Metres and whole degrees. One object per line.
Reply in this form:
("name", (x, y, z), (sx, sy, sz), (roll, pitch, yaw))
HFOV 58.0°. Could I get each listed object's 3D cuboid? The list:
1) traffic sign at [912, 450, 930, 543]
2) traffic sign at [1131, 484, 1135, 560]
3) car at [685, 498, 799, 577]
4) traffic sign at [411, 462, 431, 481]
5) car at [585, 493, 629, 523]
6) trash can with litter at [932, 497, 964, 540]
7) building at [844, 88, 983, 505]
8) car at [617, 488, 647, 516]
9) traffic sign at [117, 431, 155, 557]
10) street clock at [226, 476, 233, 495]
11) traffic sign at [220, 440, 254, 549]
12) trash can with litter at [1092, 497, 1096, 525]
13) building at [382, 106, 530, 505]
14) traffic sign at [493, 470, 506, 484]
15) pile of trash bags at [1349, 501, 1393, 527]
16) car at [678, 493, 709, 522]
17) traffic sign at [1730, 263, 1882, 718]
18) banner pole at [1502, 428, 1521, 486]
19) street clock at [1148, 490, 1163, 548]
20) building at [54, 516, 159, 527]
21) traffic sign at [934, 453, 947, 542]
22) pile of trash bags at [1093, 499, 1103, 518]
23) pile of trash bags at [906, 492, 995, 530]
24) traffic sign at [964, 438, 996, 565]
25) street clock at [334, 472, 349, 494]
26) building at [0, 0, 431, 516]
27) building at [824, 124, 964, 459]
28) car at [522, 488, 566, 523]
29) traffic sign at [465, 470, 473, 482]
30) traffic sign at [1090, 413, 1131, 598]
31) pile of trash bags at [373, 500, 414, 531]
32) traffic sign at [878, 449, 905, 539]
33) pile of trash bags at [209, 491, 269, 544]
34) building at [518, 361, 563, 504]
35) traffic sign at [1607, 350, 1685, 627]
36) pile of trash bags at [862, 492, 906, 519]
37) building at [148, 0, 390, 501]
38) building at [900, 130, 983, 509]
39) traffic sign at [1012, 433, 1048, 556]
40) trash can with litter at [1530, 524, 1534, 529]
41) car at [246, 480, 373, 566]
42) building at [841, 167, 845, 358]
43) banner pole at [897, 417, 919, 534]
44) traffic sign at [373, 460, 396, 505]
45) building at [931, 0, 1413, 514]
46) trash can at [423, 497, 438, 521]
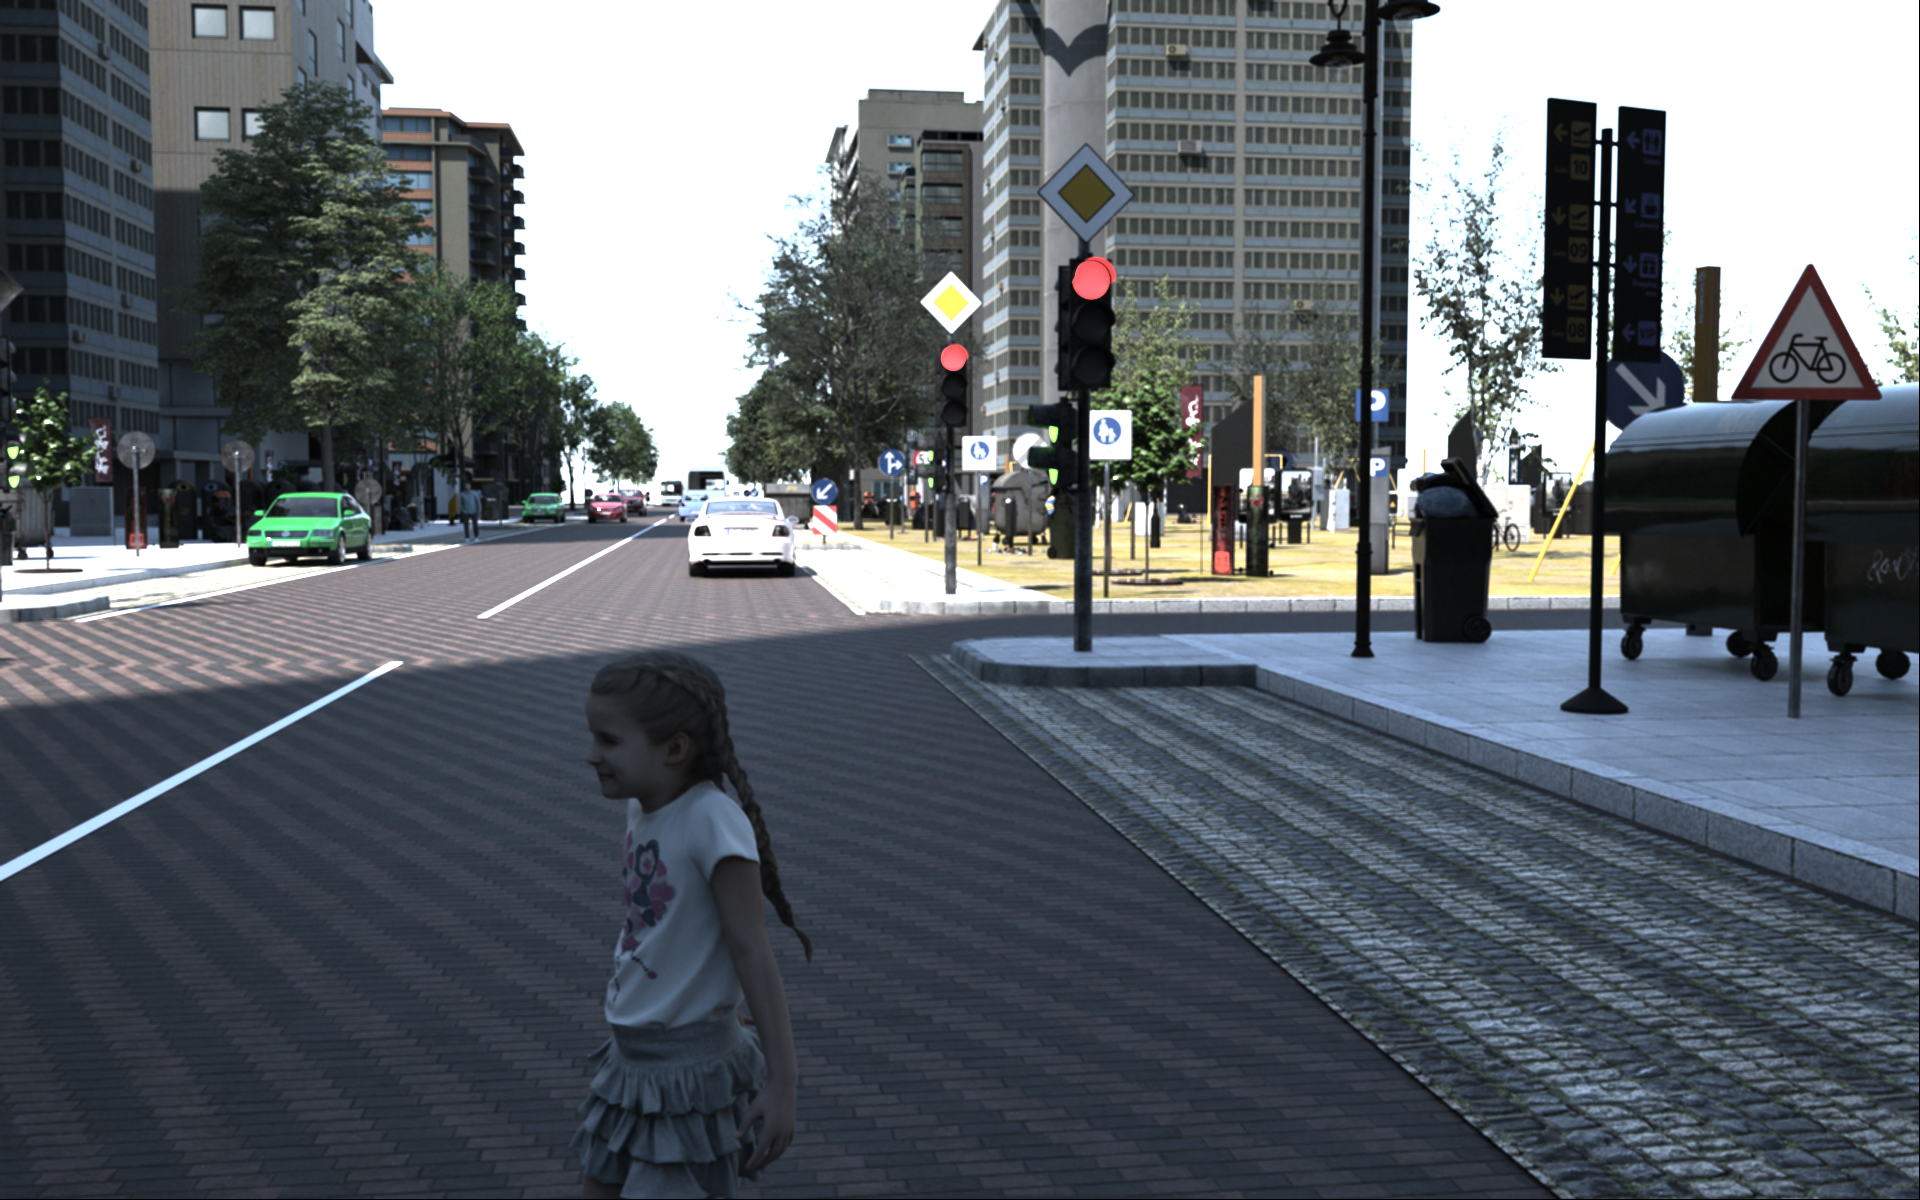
("traffic sign", (-0.881, -2.793, 45.772), (0.768, 2.556, 0.104), (0, 4, -6))
("traffic sign", (3.374, -2.057, 33.744), (0.768, 2.556, 0.104), (0, 4, -4))
("car", (-3.970, -1.174, 31.556), (2.083, 1.381, 4.827), (0, 4, -7))
("traffic sign", (-21.411, -4.202, 68.800), (0.768, 2.556, 0.104), (0, 4, -7))
("car", (-17.718, -4.773, 87.080), (2.155, 1.783, 4.494), (-1, 4, -9))
("trash can with litter", (0.015, -2.321, 49.013), (1.678, 1.210, 2.233), (-2, 4, -32))
("building", (-2.191, -35.551, 204.963), (21.300, 48.544, 21.600), (0, 4, -8))
("car", (-21.553, -6.378, 112.956), (2.281, 1.827, 5.304), (0, 4, -7))
("traffic sign", (-16.693, -2.140, 35.090), (0.768, 2.556, 0.104), (0, 4, -1))
("street clock", (-29.436, -3.990, 69.808), (0.358, 2.002, 0.471), (-2, 4, -27))
("traffic sign", (-16.964, -2.482, 40.679), (0.768, 2.556, 0.104), (0, 4, -8))
("trash can with litter", (5.003, -3.616, 70.501), (1.055, 1.170, 0.624), (1, 4, 19))
("building", (-61.666, -33.273, 198.630), (22.147, 44.769, 28.867), (0, 4, -8))
("traffic sign", (-24.980, -5.754, 94.089), (0.884, 2.594, 0.081), (0, 4, -6))
("pile of trash bags", (15.539, -3.596, 68.542), (1.912, 1.369, 3.447), (-2, 4, -29))
("car", (-13.972, -5.027, 91.777), (1.945, 1.707, 3.694), (0, 4, -8))
("traffic sign", (4.787, -0.603, 9.865), (0.884, 2.594, 0.081), (0, 4, -5))
("banner pole", (20.734, -4.606, 65.326), (0.863, 3.779, 0.401), (1, 4, 14))
("street clock", (4.643, -2.237, 41.142), (0.358, 2.002, 0.471), (2, 4, 30))
("building", (-47.800, -23.162, 70.578), (32.217, 40.220, 23.993), (0, 4, -8))
("traffic sign", (-0.674, -2.854, 46.774), (0.768, 2.556, 0.104), (0, 4, -1))
("pile of trash bags", (6.116, -5.015, 91.743), (1.912, 1.369, 3.447), (2, 4, 34))
("pile of trash bags", (0.059, -3.210, 62.230), (3.447, 1.369, 1.912), (-1, 4, -18))
("traffic sign", (0.351, -1.769, 31.056), (0.606, 2.300, 0.079), (0, 4, -4))
("street clock", (-20.143, -3.170, 56.393), (0.358, 2.002, 0.471), (2, 4, 28))
("building", (-57.267, -26.843, 130.761), (32.217, 40.220, 23.993), (0, 4, -8))
("building", (-3.871, -40.047, 244.007), (28.713, 52.752, 27.495), (0, 4, -8))
("car", (-20.486, -4.678, 85.288), (1.959, 1.807, 4.718), (0, 4, -8))
("traffic sign", (-26.501, -5.672, 92.843), (0.768, 2.556, 0.104), (0, 4, -1))
("traffic sign", (1.811, -1.179, 21.400), (0.606, 2.300, 0.079), (0, 4, 1))
("pile of trash bags", (-20.793, -3.070, 59.944), (1.912, 1.369, 3.447), (3, 4, 37))
("traffic sign", (-1.927, -2.985, 48.904), (0.768, 2.556, 0.104), (0, 4, -5))
("pile of trash bags", (-19.012, -2.218, 46.023), (3.447, 1.369, 1.912), (3, 5, 43))
("building", (-67.665, -23.399, 227.608), (27.650, 21.520, 28.899), (0, 4, -8))
("traffic sign", (5.845, -0.909, 14.962), (0.768, 2.556, 0.104), (0, 4, -2))
("pile of trash bags", (-3.377, -4.866, 89.313), (3.447, 1.369, 1.912), (-3, 5, -44))
("building", (-50.970, -31.474, 103.844), (28.713, 52.752, 27.495), (0, 4, -8))
("building", (3.110, -22.622, 141.565), (14.160, 30.474, 14.107), (0, 4, -8))
("traffic sign", (1.460, -2.196, 36.006), (0.768, 2.556, 0.104), (0, 4, 0))
("trash can with litter", (19.970, -3.195, 63.298), (2.233, 1.210, 1.678), (2, 4, 32))
("car", (-13.388, -1.652, 35.808), (1.959, 1.807, 4.718), (0, 4, -8))
("building", (-7.771, -34.997, 222.316), (14.600, 45.320, 14.200), (0, 4, -8))
("banner pole", (-1.681, -4.059, 56.383), (0.863, 3.779, 0.401), (-3, 5, -39))
("traffic sign", (-22.092, -4.066, 66.483), (0.884, 2.594, 0.081), (0, 4, -6))
("building", (14.692, -26.385, 123.271), (32.217, 40.220, 23.993), (0, 4, -8))
("trash can", (-25.442, -4.373, 83.150), (0.748, 1.137, 0.748), (0, 3, 0))
